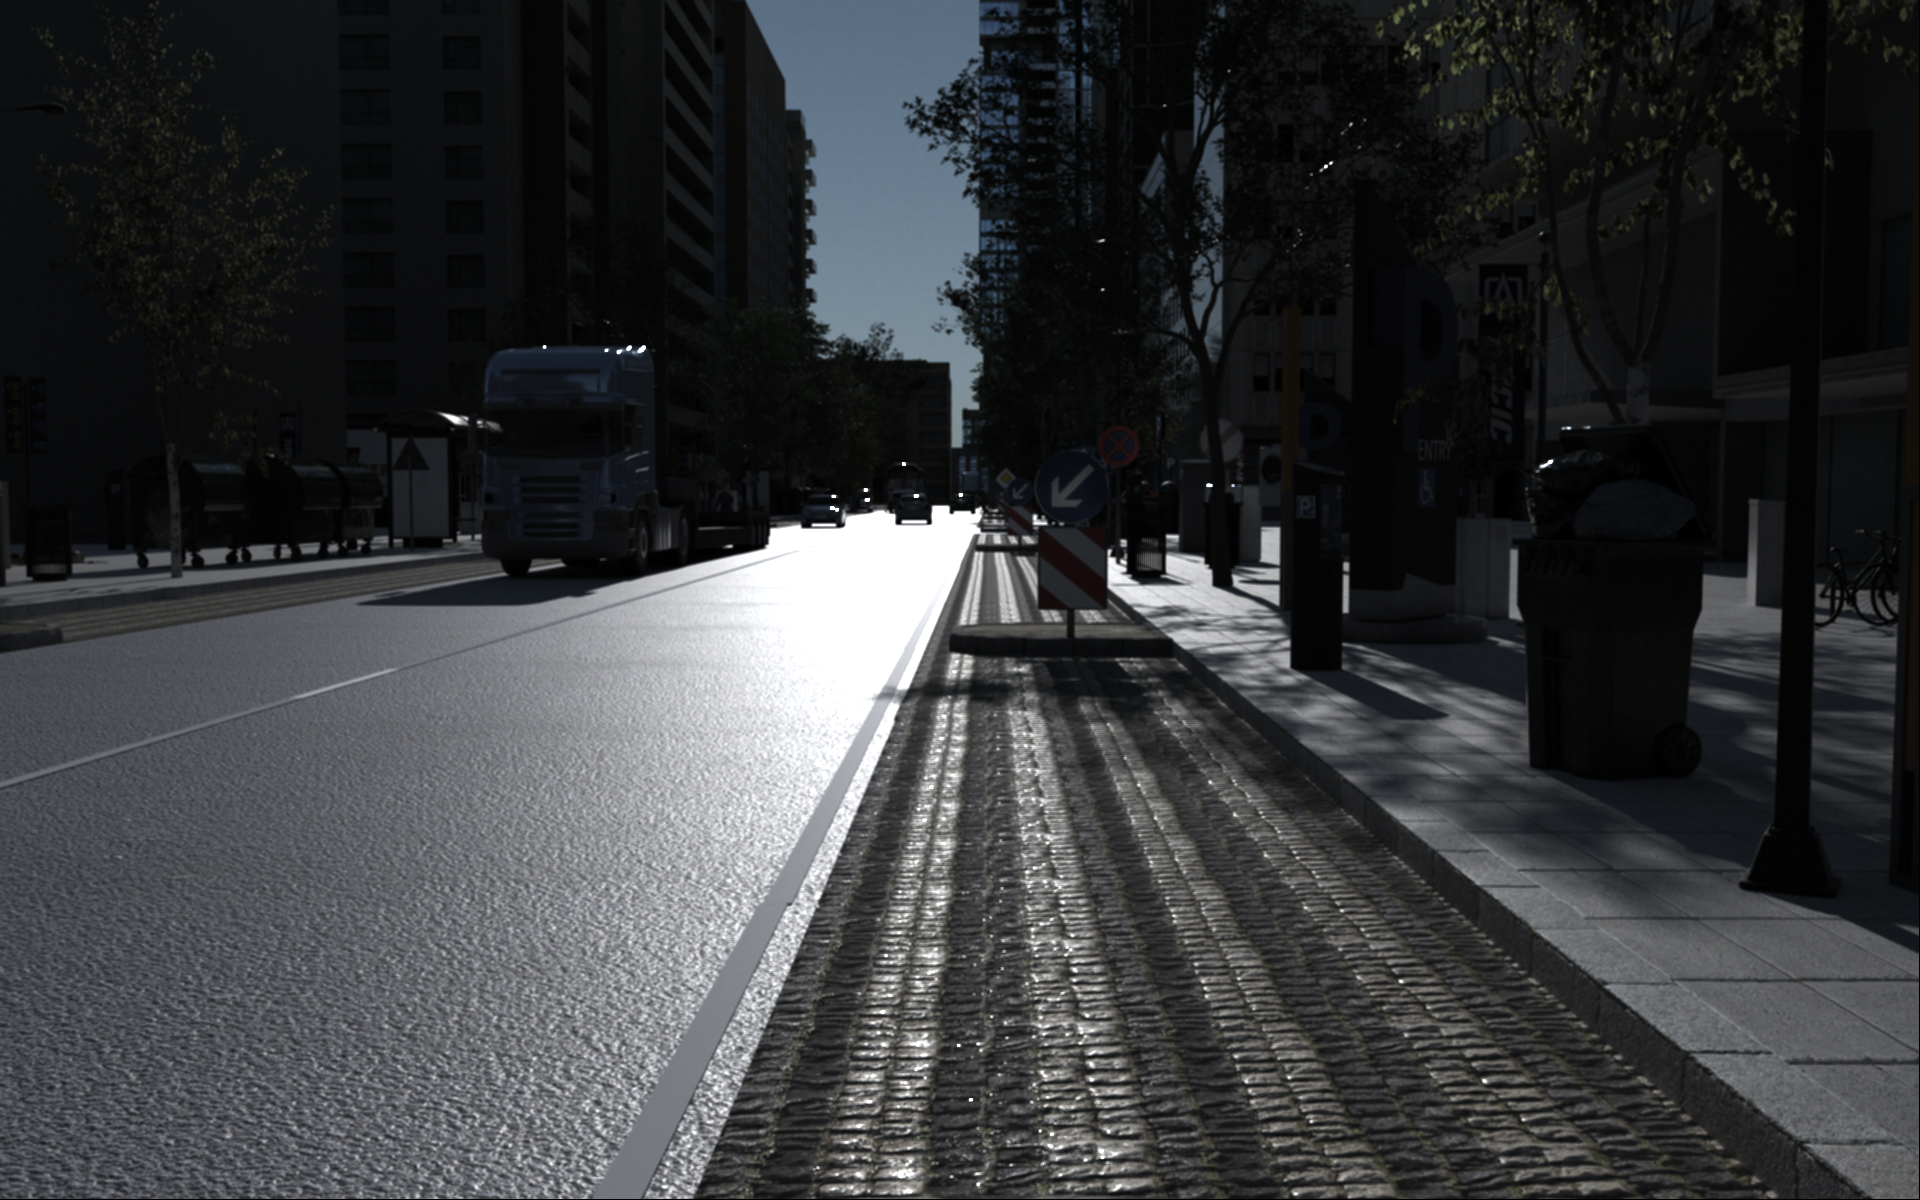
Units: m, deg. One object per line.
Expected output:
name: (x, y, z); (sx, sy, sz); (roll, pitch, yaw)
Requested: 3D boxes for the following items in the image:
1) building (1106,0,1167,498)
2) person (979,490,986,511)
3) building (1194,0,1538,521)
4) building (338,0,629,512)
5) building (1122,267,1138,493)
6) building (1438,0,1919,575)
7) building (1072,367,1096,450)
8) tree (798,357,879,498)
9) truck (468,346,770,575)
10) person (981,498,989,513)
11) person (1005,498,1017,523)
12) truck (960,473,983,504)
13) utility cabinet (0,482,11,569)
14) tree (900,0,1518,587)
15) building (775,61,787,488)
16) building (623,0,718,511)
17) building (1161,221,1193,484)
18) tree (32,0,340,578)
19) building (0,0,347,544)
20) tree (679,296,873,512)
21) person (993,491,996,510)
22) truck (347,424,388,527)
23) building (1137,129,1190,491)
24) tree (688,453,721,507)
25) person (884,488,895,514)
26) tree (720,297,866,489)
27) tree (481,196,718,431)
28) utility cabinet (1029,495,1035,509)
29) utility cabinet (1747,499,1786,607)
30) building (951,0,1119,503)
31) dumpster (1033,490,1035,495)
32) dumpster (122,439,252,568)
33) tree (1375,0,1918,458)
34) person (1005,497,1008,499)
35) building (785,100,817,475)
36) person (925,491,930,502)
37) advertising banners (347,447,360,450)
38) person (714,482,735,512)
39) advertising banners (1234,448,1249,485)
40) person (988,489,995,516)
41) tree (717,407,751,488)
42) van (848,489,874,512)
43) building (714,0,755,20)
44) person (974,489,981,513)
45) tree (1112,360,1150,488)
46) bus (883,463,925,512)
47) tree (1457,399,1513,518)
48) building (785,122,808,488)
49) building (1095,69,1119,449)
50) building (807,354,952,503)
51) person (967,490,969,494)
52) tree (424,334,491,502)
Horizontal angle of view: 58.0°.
building: (23.506, -44.188, 160.718); (20.563, 71.187, 20.611); (0, 4, 1)
person: (1.926, -8.227, 143.259); (0.600, 1.795, 0.529); (-2, 4, -31)
building: (22.304, -16.431, 86.675); (19.932, 24.808, 12.078); (0, 4, 1)
building: (-25.296, -19.350, 88.075); (14.160, 30.474, 14.107); (0, 4, 1)
building: (19.951, -19.013, 140.540); (12.332, 23.373, 15.834); (0, 4, 1)
building: (25.338, -26.950, 29.872); (28.713, 52.752, 27.495); (0, 4, 1)
building: (27.585, -21.827, 201.905); (27.650, 21.520, 28.899); (0, 4, 1)
tree: (-10.575, -13.816, 144.016); (7.486, 12.596, 7.792); (0, 3, 0)
truck: (-6.594, -2.916, 37.437); (2.967, 4.110, 18.799); (0, 4, 2)
person: (1.849, -7.170, 131.222); (1.012, 1.151, 0.738); (2, 4, 34)
person: (2.545, -4.609, 84.205); (0.721, 1.781, 0.623); (-3, 5, -42)
truck: (1.360, -13.523, 210.856); (2.967, 4.110, 18.799); (0, 4, 1)
utility cabinet: (-16.632, -1.258, 29.249); (1.173, 1.500, 0.318); (1, 4, 15)
tree: (3.610, -5.488, 24.135); (8.767, 10.594, 7.601); (-1, 4, -11)
building: (-24.822, -31.834, 170.598); (14.600, 45.320, 14.200); (0, 4, 1)
building: (-29.436, -30.441, 121.407); (21.300, 48.544, 21.600); (0, 4, 1)
building: (18.094, -15.228, 103.735); (10.420, 20.320, 16.860); (0, 4, 1)
tree: (-11.861, -4.637, 26.183); (4.360, 8.622, 3.978); (0, 3, 0)
building: (-31.988, -15.725, 50.614); (24.014, 27.812, 14.314); (0, 4, 1)
tree: (-10.813, -10.107, 91.005); (9.928, 11.665, 9.643); (0, 3, 0)
person: (3.119, -9.001, 156.602); (0.436, 1.711, 0.756); (0, 4, 7)
truck: (-26.534, -4.990, 70.506); (11.283, 4.237, 2.839); (0, 4, 3)
building: (19.420, -18.623, 122.500); (12.078, 24.808, 19.932); (0, 4, 1)
tree: (-11.776, -5.320, 81.578); (1.663, 3.219, 1.824); (0, 3, 0)
person: (-5.062, -7.115, 124.676); (0.795, 1.843, 0.661); (0, 4, 4)
tree: (-10.994, -12.560, 112.007); (9.857, 13.997, 8.962); (0, 3, 0)
tree: (-11.560, -7.395, 55.315); (8.767, 10.594, 7.601); (1, 4, 14)
utility cabinet: (5.851, -8.142, 144.287); (1.020, 1.237, 0.306); (1, 4, 9)
utility cabinet: (9.419, -0.555, 20.231); (0.306, 1.237, 1.020); (1, 4, 19)
building: (14.482, -57.273, 249.076); (31.000, 86.520, 22.319); (0, 4, 1)
dumpster: (6.086, -8.565, 145.798); (1.264, 1.857, 1.865); (0, 4, 1)
dumpster: (-13.676, -1.724, 30.679); (1.502, 2.255, 1.985); (0, 4, 1)
tree: (3.990, -3.647, 9.986); (4.360, 8.622, 3.978); (0, 3, 0)
person: (3.409, -7.442, 130.448); (0.793, 1.790, 0.793); (0, 4, -3)
building: (-32.660, -35.835, 205.516); (30.456, 49.044, 23.786); (0, 4, 1)
person: (-3.379, -10.553, 181.496); (0.683, 1.767, 0.568); (0, 4, -3)
advertising banners: (-23.516, -4.204, 64.919); (2.074, 3.025, 0.090); (0, 4, -7)
person: (-6.658, -2.441, 48.837); (0.534, 1.772, 0.576); (2, 4, 27)
advertising banners: (9.927, -4.266, 65.944); (2.074, 3.025, 0.090); (0, 4, 4)
person: (1.995, -6.212, 110.404); (0.599, 1.781, 0.374); (-2, 4, -30)
tree: (-18.660, -11.670, 141.173); (4.737, 8.622, 4.395); (0, 3, 0)
van: (-7.708, -7.833, 135.080); (2.013, 2.044, 4.112); (0, 4, 1)
building: (-25.073, -30.946, 156.070); (14.600, 45.320, 14.200); (0, 4, 1)
person: (1.297, -7.398, 129.813); (0.624, 1.780, 0.694); (2, 4, 28)
tree: (9.542, -8.437, 88.308); (4.360, 8.622, 3.978); (0, 3, 0)
bus: (-4.363, -9.083, 140.057); (2.896, 3.916, 12.252); (0, 4, 2)
tree: (17.267, -4.630, 59.421); (4.285, 4.588, 4.351); (0, 3, 0)
building: (-24.104, -30.669, 185.026); (14.154, 41.232, 14.086); (0, 4, 1)
building: (21.464, -32.383, 179.572); (14.600, 45.320, 14.200); (0, 4, 1)
building: (-15.989, -25.084, 255.154); (28.899, 21.520, 27.650); (0, 4, 1)
person: (0.852, -10.201, 175.271); (0.705, 1.826, 1.348); (-2, 4, -30)
tree: (-22.115, -7.848, 78.684); (4.737, 8.622, 4.395); (0, 3, 0)
